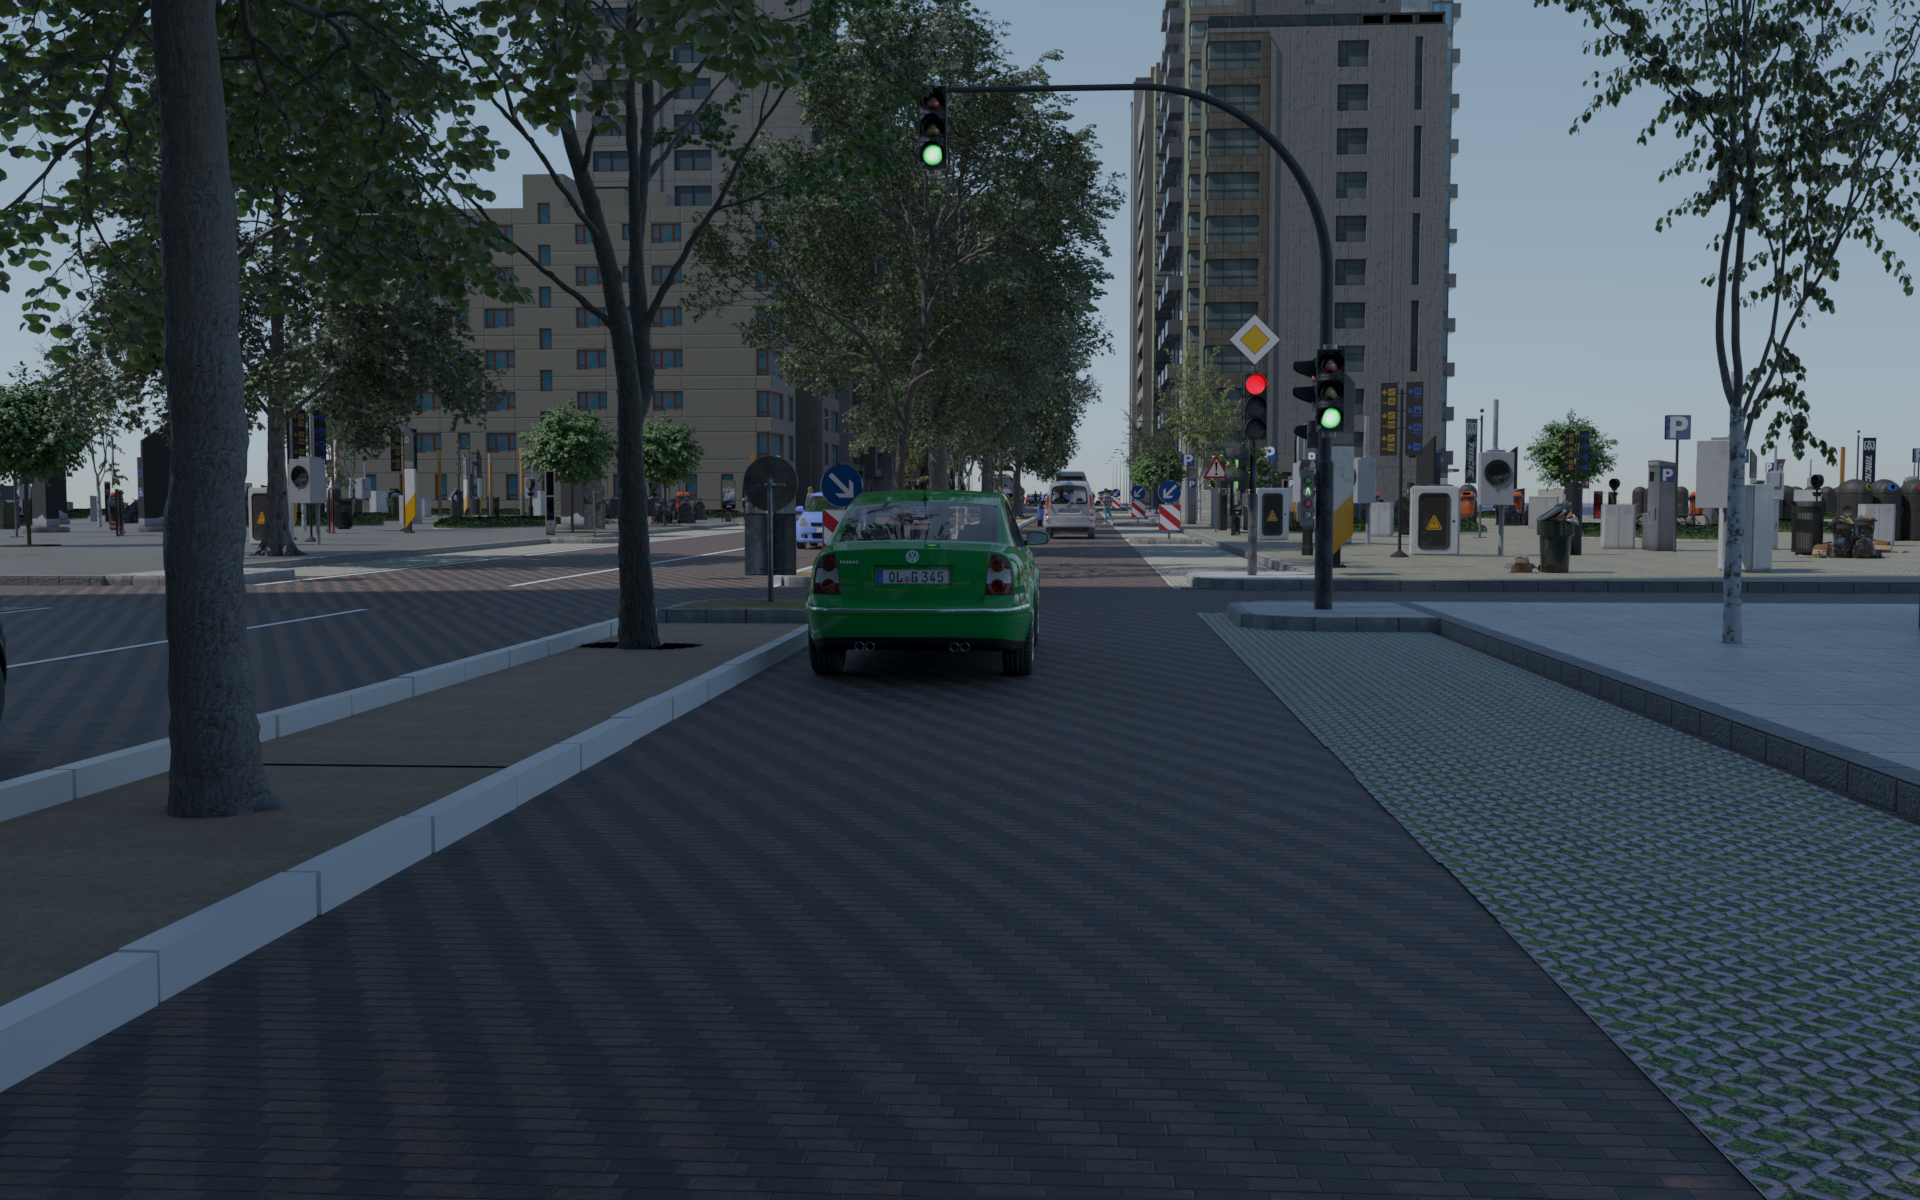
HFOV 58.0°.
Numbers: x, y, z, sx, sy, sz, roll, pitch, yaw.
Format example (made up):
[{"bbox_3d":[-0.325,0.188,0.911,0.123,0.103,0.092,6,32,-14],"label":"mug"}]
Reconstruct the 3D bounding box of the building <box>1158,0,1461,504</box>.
[{"bbox_3d":[28.163,-32.113,144.655,23.786,49.044,30.456,0,4,4],"label":"building"}]

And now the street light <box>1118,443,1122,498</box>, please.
[{"bbox_3d":[15.114,-11.176,155.272,1.470,5.913,1.316,0,4,4],"label":"street light"}]

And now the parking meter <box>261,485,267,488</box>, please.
[{"bbox_3d":[-42.204,-6.080,105.113,0.399,1.863,0.255,-1,4,-21],"label":"parking meter"}]

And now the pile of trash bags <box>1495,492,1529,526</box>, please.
[{"bbox_3d":[23.042,-3.769,71.383,1.912,1.369,3.447,1,4,13],"label":"pile of trash bags"}]

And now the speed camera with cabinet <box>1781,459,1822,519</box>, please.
[{"bbox_3d":[33.716,-4.632,70.072,2.038,3.252,0.660,1,4,23],"label":"speed camera with cabinet"}]

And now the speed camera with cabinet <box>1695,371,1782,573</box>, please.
[{"bbox_3d":[12.822,-2.098,28.633,0.660,3.252,2.038,3,5,44],"label":"speed camera with cabinet"}]

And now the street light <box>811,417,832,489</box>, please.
[{"bbox_3d":[-8.406,-8.085,104.730,1.470,5.913,1.316,0,4,4],"label":"street light"}]

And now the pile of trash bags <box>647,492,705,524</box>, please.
[{"bbox_3d":[-12.499,-4.066,76.239,1.912,1.369,3.447,0,4,-2],"label":"pile of trash bags"}]

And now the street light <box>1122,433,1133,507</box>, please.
[{"bbox_3d":[13.363,-9.765,132.205,1.470,5.913,1.316,0,4,4],"label":"street light"}]

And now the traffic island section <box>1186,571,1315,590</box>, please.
[{"bbox_3d":[4.628,-0.308,27.310,2.009,0.180,2.903,0,4,4],"label":"traffic island section"}]

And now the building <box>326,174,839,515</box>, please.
[{"bbox_3d":[-24.075,-16.766,119.167,27.650,21.520,28.899,0,4,4],"label":"building"}]

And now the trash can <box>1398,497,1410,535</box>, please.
[{"bbox_3d":[14.107,-2.615,54.412,0.748,1.137,0.748,0,3,0],"label":"trash can"}]

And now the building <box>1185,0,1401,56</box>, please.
[{"bbox_3d":[22.795,-26.839,122.406,14.154,41.232,14.086,0,4,4],"label":"building"}]

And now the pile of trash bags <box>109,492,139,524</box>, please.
[{"bbox_3d":[-36.227,-4.054,76.034,1.912,1.369,3.447,0,4,4],"label":"pile of trash bags"}]

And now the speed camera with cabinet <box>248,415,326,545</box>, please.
[{"bbox_3d":[-16.960,-3.013,43.593,2.038,3.252,0.660,1,4,23],"label":"speed camera with cabinet"}]

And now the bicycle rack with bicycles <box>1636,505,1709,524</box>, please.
[{"bbox_3d":[23.418,-2.722,57.880,2.925,0.926,2.852,2,4,25],"label":"bicycle rack with bicycles"}]

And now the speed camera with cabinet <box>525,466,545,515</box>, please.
[{"bbox_3d":[-23.976,-6.339,97.974,0.660,3.252,2.038,1,4,15],"label":"speed camera with cabinet"}]

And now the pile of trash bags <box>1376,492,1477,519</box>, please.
[{"bbox_3d":[17.779,-3.402,65.381,3.447,1.369,1.912,2,4,34],"label":"pile of trash bags"}]

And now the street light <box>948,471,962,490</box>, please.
[{"bbox_3d":[-0.850,-14.590,211.080,1.470,5.913,1.316,0,4,4],"label":"street light"}]

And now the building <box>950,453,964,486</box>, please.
[{"bbox_3d":[-6.857,-29.602,255.689,14.160,30.474,14.107,0,4,4],"label":"building"}]

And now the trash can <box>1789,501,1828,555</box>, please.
[{"bbox_3d":[17.812,-1.513,36.395,0.748,1.137,0.748,0,3,0],"label":"trash can"}]

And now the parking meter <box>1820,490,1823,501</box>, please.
[{"bbox_3d":[44.131,-4.933,89.066,0.372,1.533,0.369,0,3,0],"label":"parking meter"}]

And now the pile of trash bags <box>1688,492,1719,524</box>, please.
[{"bbox_3d":[28.574,-3.331,64.214,1.912,1.369,3.447,-2,4,-34],"label":"pile of trash bags"}]

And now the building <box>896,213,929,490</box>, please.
[{"bbox_3d":[-14.613,-33.603,204.039,22.147,44.769,28.867,0,4,4],"label":"building"}]

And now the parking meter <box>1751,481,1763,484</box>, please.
[{"bbox_3d":[14.934,-1.486,32.706,0.372,1.533,0.369,0,3,0],"label":"parking meter"}]

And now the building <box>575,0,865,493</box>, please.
[{"bbox_3d":[-18.676,-43.065,142.364,20.563,71.187,20.611,0,4,4],"label":"building"}]

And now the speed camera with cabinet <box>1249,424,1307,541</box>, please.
[{"bbox_3d":[9.089,-3.298,48.260,2.038,3.252,0.660,-1,4,-18],"label":"speed camera with cabinet"}]

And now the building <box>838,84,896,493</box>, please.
[{"bbox_3d":[-13.563,-29.214,161.244,14.154,41.232,14.086,0,4,4],"label":"building"}]

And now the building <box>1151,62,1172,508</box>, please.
[{"bbox_3d":[25.591,-29.588,167.358,14.154,41.232,14.086,0,4,4],"label":"building"}]

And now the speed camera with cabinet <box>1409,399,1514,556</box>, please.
[{"bbox_3d":[10.480,-2.560,36.185,2.038,3.252,0.660,1,4,11],"label":"speed camera with cabinet"}]

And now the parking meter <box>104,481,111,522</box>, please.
[{"bbox_3d":[-39.053,-4.505,79.366,0.255,1.863,0.399,-2,4,-26],"label":"parking meter"}]

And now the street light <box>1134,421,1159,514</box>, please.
[{"bbox_3d":[11.887,-8.373,109.443,1.470,5.913,1.316,0,4,4],"label":"street light"}]

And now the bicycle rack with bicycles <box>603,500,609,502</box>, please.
[{"bbox_3d":[-21.327,-5.250,99.211,2.852,0.926,2.925,-3,5,-40],"label":"bicycle rack with bicycles"}]

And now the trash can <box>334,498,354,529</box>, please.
[{"bbox_3d":[-22.541,-3.161,63.329,0.748,1.137,0.748,0,3,0],"label":"trash can"}]

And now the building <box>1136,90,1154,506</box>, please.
[{"bbox_3d":[31.196,-35.059,196.921,21.300,48.544,21.600,0,4,4],"label":"building"}]

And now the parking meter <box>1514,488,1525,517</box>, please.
[{"bbox_3d":[23.738,-3.975,73.406,0.372,1.533,0.369,0,3,0],"label":"parking meter"}]

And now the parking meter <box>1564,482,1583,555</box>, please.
[{"bbox_3d":[12.917,-1.718,36.498,0.372,1.533,0.369,0,3,0],"label":"parking meter"}]

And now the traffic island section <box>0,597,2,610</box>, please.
[{"bbox_3d":[-12.882,0.107,20.537,2.009,0.180,2.903,0,4,4],"label":"traffic island section"}]

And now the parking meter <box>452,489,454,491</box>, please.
[{"bbox_3d":[-26.402,-5.038,90.779,0.372,1.533,0.369,0,3,0],"label":"parking meter"}]

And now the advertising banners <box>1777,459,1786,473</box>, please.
[{"bbox_3d":[39.982,-5.484,85.844,2.074,3.025,0.090,-1,4,-12],"label":"advertising banners"}]

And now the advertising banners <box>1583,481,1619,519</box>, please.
[{"bbox_3d":[33.157,-5.730,89.866,2.074,3.025,0.090,0,4,-3],"label":"advertising banners"}]

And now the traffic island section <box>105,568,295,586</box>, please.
[{"bbox_3d":[-12.322,-0.381,28.503,2.009,0.180,2.903,0,4,4],"label":"traffic island section"}]

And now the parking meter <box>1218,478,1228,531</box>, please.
[{"bbox_3d":[9.262,-3.384,61.042,0.255,1.863,0.399,0,4,-5],"label":"parking meter"}]

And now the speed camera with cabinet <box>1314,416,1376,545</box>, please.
[{"bbox_3d":[9.875,-3.066,44.467,0.660,3.252,2.038,-1,4,-19],"label":"speed camera with cabinet"}]

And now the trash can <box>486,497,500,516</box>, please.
[{"bbox_3d":[-23.856,-4.702,88.539,0.748,1.137,0.748,0,3,0],"label":"trash can"}]

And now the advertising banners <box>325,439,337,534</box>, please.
[{"bbox_3d":[-20.429,-3.676,56.298,0.090,3.025,2.074,-2,4,-29],"label":"advertising banners"}]

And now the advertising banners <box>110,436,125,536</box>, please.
[{"bbox_3d":[-25.760,-3.471,52.936,0.090,3.025,2.074,-1,4,-18],"label":"advertising banners"}]

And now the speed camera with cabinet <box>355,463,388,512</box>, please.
[{"bbox_3d":[-33.536,-6.389,98.792,0.660,3.252,2.038,2,4,27],"label":"speed camera with cabinet"}]

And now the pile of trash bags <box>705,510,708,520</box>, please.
[{"bbox_3d":[-13.668,-4.705,86.676,1.912,1.369,3.447,-1,4,-12],"label":"pile of trash bags"}]

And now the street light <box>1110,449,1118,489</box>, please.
[{"bbox_3d":[17.636,-13.418,191.931,1.470,5.913,1.316,0,4,4],"label":"street light"}]

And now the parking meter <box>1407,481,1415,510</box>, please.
[{"bbox_3d":[19.753,-4.295,75.936,0.255,1.863,0.399,0,4,-4],"label":"parking meter"}]

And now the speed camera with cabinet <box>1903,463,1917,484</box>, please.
[{"bbox_3d":[49.831,-5.918,91.101,0.660,3.252,2.038,1,4,19],"label":"speed camera with cabinet"}]

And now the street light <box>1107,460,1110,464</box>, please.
[{"bbox_3d":[19.389,-14.855,215.417,1.470,5.913,1.316,0,4,4],"label":"street light"}]

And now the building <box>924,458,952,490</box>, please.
[{"bbox_3d":[-15.972,-23.817,234.448,27.650,21.520,28.899,0,4,4],"label":"building"}]

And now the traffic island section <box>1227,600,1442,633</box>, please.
[{"bbox_3d":[4.067,0.180,19.344,2.009,0.180,2.903,0,4,4],"label":"traffic island section"}]

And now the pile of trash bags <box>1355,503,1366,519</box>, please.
[{"bbox_3d":[19.699,-4.551,84.160,1.912,1.369,3.447,0,4,-5],"label":"pile of trash bags"}]

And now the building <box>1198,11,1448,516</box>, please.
[{"bbox_3d":[21.939,-20.590,108.346,14.160,30.474,14.107,0,4,4],"label":"building"}]

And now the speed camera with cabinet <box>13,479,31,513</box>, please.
[{"bbox_3d":[-44.846,-5.378,82.271,2.038,3.252,0.660,3,5,41],"label":"speed camera with cabinet"}]

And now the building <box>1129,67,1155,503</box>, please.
[{"bbox_3d":[34.615,-43.024,245.445,21.231,58.520,28.212,0,4,4],"label":"building"}]
